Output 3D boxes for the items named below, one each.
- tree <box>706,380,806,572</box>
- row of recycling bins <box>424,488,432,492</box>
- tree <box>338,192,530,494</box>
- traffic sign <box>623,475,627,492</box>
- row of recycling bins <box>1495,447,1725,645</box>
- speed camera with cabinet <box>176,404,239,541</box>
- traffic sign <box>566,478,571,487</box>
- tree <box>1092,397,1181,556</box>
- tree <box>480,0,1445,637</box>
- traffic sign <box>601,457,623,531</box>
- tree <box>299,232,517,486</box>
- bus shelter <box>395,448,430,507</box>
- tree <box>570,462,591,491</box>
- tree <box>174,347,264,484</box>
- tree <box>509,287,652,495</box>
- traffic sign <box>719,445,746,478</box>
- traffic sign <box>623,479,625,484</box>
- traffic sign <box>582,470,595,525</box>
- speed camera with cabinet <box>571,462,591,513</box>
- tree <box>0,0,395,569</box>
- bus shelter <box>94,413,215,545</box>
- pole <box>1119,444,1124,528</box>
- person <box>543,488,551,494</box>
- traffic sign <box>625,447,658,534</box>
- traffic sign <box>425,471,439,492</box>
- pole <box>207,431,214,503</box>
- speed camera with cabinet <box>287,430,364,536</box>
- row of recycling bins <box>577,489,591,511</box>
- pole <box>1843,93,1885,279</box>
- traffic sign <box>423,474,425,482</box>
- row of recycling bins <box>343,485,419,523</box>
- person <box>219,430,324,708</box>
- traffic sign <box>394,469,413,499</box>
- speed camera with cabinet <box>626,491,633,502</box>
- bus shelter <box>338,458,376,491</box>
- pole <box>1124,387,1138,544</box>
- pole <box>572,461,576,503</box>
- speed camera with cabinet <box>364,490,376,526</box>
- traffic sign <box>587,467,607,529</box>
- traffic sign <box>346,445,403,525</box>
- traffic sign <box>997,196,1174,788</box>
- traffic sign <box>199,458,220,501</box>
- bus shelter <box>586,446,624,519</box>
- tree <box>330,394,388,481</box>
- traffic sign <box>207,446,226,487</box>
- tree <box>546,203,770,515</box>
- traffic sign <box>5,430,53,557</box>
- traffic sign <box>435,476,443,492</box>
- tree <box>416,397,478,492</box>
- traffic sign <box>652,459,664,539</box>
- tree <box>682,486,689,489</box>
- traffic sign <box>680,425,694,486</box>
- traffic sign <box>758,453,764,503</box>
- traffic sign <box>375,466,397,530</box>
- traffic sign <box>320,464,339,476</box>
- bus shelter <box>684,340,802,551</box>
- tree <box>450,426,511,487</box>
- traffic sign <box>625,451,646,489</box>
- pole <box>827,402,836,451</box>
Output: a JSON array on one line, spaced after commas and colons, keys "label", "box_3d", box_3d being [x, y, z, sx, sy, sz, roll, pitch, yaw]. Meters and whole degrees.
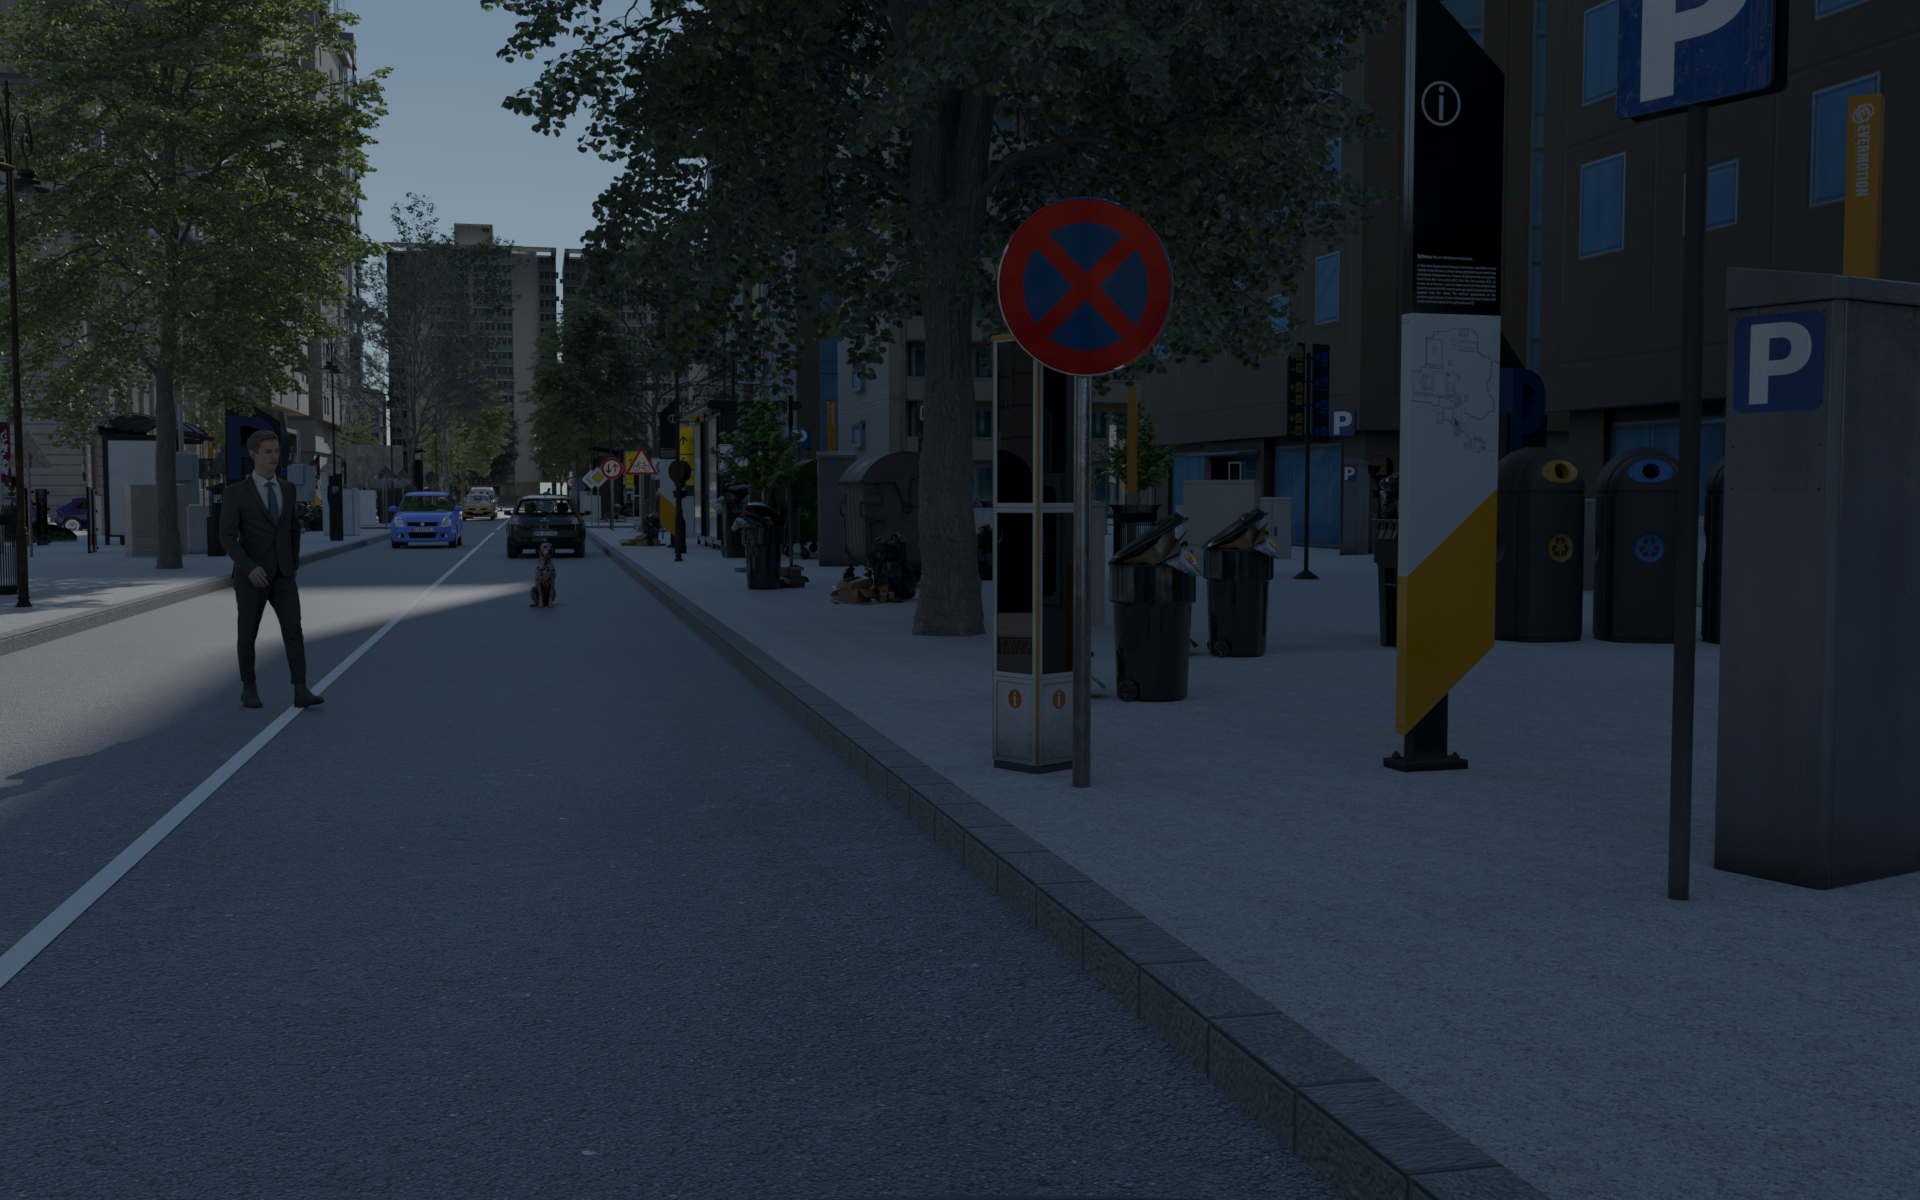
[{"label": "tree", "box_3d": [-3.365, -2.083, 28.654, 1.663, 3.219, 1.824, 0, 3, 0]}, {"label": "row of recycling bins", "box_3d": [-34.815, -6.333, 110.661, 1.069, 1.692, 3.534, -3, 5, -44]}, {"label": "tree", "box_3d": [-34.632, -15.641, 111.623, 12.611, 20.169, 13.585, 0, 3, 0]}, {"label": "traffic sign", "box_3d": [-22.652, -7.179, 117.480, 0.768, 2.556, 0.104, 0, 4, -5]}, {"label": "row of recycling bins", "box_3d": [6.368, -0.484, 15.030, 3.534, 1.692, 1.069, 1, 4, 14]}, {"label": "speed camera with cabinet", "box_3d": [-16.732, -2.713, 38.697, 2.038, 3.252, 0.660, -3, 5, -43]}, {"label": "traffic sign", "box_3d": [-29.319, -7.994, 130.808, 0.768, 2.556, 0.104, 0, 4, -4]}, {"label": "tree", "box_3d": [3.669, -2.444, 34.562, 1.663, 3.219, 1.824, 0, 3, 0]}, {"label": "tree", "box_3d": [0.009, -6.659, 15.529, 9.857, 13.997, 8.962, 0, 3, 0]}, {"label": "traffic sign", "box_3d": [-12.097, -3.678, 60.245, 0.768, 2.556, 0.104, 0, 4, -7]}, {"label": "tree", "box_3d": [-25.727, -10.439, 81.052, 12.009, 13.543, 11.850, 0, 3, 0]}, {"label": "bus shelter", "box_3d": [-28.791, -6.074, 90.592, 1.731, 3.624, 6.357, -1, 4, -14]}, {"label": "tree", "box_3d": [-22.317, -6.596, 102.442, 1.663, 3.219, 1.824, 0, 3, 0]}, {"label": "tree", "box_3d": [-37.187, -8.348, 86.846, 4.737, 8.622, 4.395, 0, 3, 0]}, {"label": "tree", "box_3d": [-20.298, -10.775, 94.305, 7.486, 12.596, 7.792, 0, 3, 0]}, {"label": "traffic sign", "box_3d": [-4.658, -2.052, 35.675, 0.606, 2.300, 0.079, 0, 4, -4]}, {"label": "traffic sign", "box_3d": [-22.903, -7.014, 116.801, 0.606, 2.300, 0.079, 0, 4, -5]}, {"label": "traffic sign", "box_3d": [-15.151, -4.133, 71.214, 0.795, 2.450, 0.064, -1, 4, -14]}, {"label": "speed camera with cabinet", "box_3d": [-21.710, -6.457, 99.906, 0.660, 3.252, 2.038, -3, 4, -39]}, {"label": "tree", "box_3d": [-13.186, -6.806, 29.412, 7.486, 12.596, 7.792, 0, 3, 0]}, {"label": "bus shelter", "box_3d": [-21.276, -3.179, 45.896, 2.014, 3.302, 5.546, -1, 4, -14]}, {"label": "pole", "box_3d": [6.091, -4.356, 65.059, 0.158, 3.312, 0.155, 0, 3, 0]}, {"label": "person", "box_3d": [-24.186, -5.671, 101.406, 0.592, 1.802, 0.473, 1, 4, 9]}, {"label": "traffic sign", "box_3d": [-8.724, -2.905, 47.505, 0.884, 2.594, 0.081, 0, 4, -4]}, {"label": "traffic sign", "box_3d": [-28.990, -5.814, 95.164, 0.768, 2.556, 0.104, -1, 4, -8]}, {"label": "pole", "box_3d": [-24.399, -3.827, 56.414, 0.158, 3.312, 0.155, 0, 3, 0]}, {"label": "speed camera with cabinet", "box_3d": [-19.601, -3.611, 53.374, 2.038, 3.252, 0.660, 0, 4, 1]}, {"label": "row of recycling bins", "box_3d": [-22.857, -6.269, 109.614, 1.069, 1.692, 3.534, 2, 4, 29]}, {"label": "pole", "box_3d": [4.655, -0.927, 8.993, 0.158, 3.312, 0.155, 0, 3, 0]}, {"label": "traffic sign", "box_3d": [-31.356, -6.128, 100.291, 0.768, 2.556, 0.104, -1, 4, -12]}, {"label": "row of recycling bins", "box_3d": [-25.569, -4.217, 76.056, 3.534, 1.692, 1.069, -1, 4, -18]}, {"label": "person", "box_3d": [-4.579, -0.201, 11.562, 0.755, 1.850, 0.659, 3, 5, 40]}, {"label": "traffic sign", "box_3d": [-22.339, -4.027, 69.487, 0.795, 2.450, 0.064, -1, 4, -14]}, {"label": "speed camera with cabinet", "box_3d": [-18.890, -6.542, 101.291, 0.660, 3.252, 2.038, -2, 4, -32]}, {"label": "bus shelter", "box_3d": [-31.725, -6.013, 92.233, 2.014, 3.302, 5.546, -1, 4, -14]}, {"label": "pole", "box_3d": [3.295, -2.404, 33.153, 0.158, 3.312, 0.155, 0, 3, 0]}, {"label": "pole", "box_3d": [-23.724, -6.886, 106.425, 0.158, 3.312, 0.155, 0, 3, 0]}, {"label": "speed camera with cabinet", "box_3d": [-24.479, -4.586, 69.315, 2.038, 3.252, 0.660, -3, 5, -44]}, {"label": "traffic sign", "box_3d": [-13.256, -3.658, 63.456, 0.795, 2.450, 0.064, -1, 4, -14]}, {"label": "traffic sign", "box_3d": [-24.347, -4.784, 72.091, 2.265, 3.308, 0.079, -1, 4, -9]}, {"label": "traffic sign", "box_3d": [0.534, -0.454, 7.522, 0.768, 2.556, 0.104, 0, 4, -6]}, {"label": "traffic sign", "box_3d": [-21.370, -2.886, 49.319, 0.606, 2.300, 0.079, -1, 4, -11]}, {"label": "bus shelter", "box_3d": [-17.824, -5.855, 87.006, 1.731, 3.624, 6.357, -1, 4, -14]}, {"label": "tree", "box_3d": [-42.523, -10.534, 122.587, 4.360, 8.622, 3.978, 0, 3, 0]}, {"label": "traffic sign", "box_3d": [-19.924, -2.871, 46.938, 0.884, 2.594, 0.081, 0, 4, -8]}, {"label": "tree", "box_3d": [-9.536, -7.380, 55.084, 7.601, 10.594, 8.767, -1, 4, -15]}, {"label": "traffic sign", "box_3d": [-18.939, -2.156, 35.249, 0.884, 2.594, 0.081, -1, 4, -10]}, {"label": "traffic sign", "box_3d": [-36.945, -7.496, 122.667, 0.768, 2.556, 0.104, 0, 4, -7]}, {"label": "tree", "box_3d": [-37.425, -10.716, 125.575, 4.360, 8.622, 3.978, 0, 3, 0]}, {"label": "traffic sign", "box_3d": [-8.460, -2.881, 49.230, 0.606, 2.300, 0.079, -1, 4, -12]}, {"label": "tree", "box_3d": [-18.569, -7.764, 110.661, 4.285, 4.588, 4.351, 0, 3, 0]}, {"label": "traffic sign", "box_3d": [-7.276, -3.501, 51.109, 2.265, 3.308, 0.079, 0, 4, -7]}, {"label": "traffic sign", "box_3d": [-3.619, -1.947, 31.939, 0.768, 2.556, 0.104, 0, 4, -5]}, {"label": "traffic sign", "box_3d": [-20.445, -3.553, 61.729, 0.795, 2.450, 0.064, -1, 4, -14]}, {"label": "traffic sign", "box_3d": [-26.325, -4.418, 72.335, 0.768, 2.556, 0.104, -1, 4, -11]}, {"label": "bus shelter", "box_3d": [-5.587, -3.987, 42.823, 2.179, 5.291, 8.768, -1, 4, -14]}, {"label": "tree", "box_3d": [-55.576, -16.205, 199.367, 8.767, 10.594, 7.601, 1, 4, 12]}, {"label": "traffic sign", "box_3d": [-14.779, -5.416, 82.427, 2.265, 3.308, 0.079, -1, 4, -9]}, {"label": "pole", "box_3d": [-2.836, -2.722, 38.340, 0.158, 3.312, 0.155, 0, 3, 0]}]
